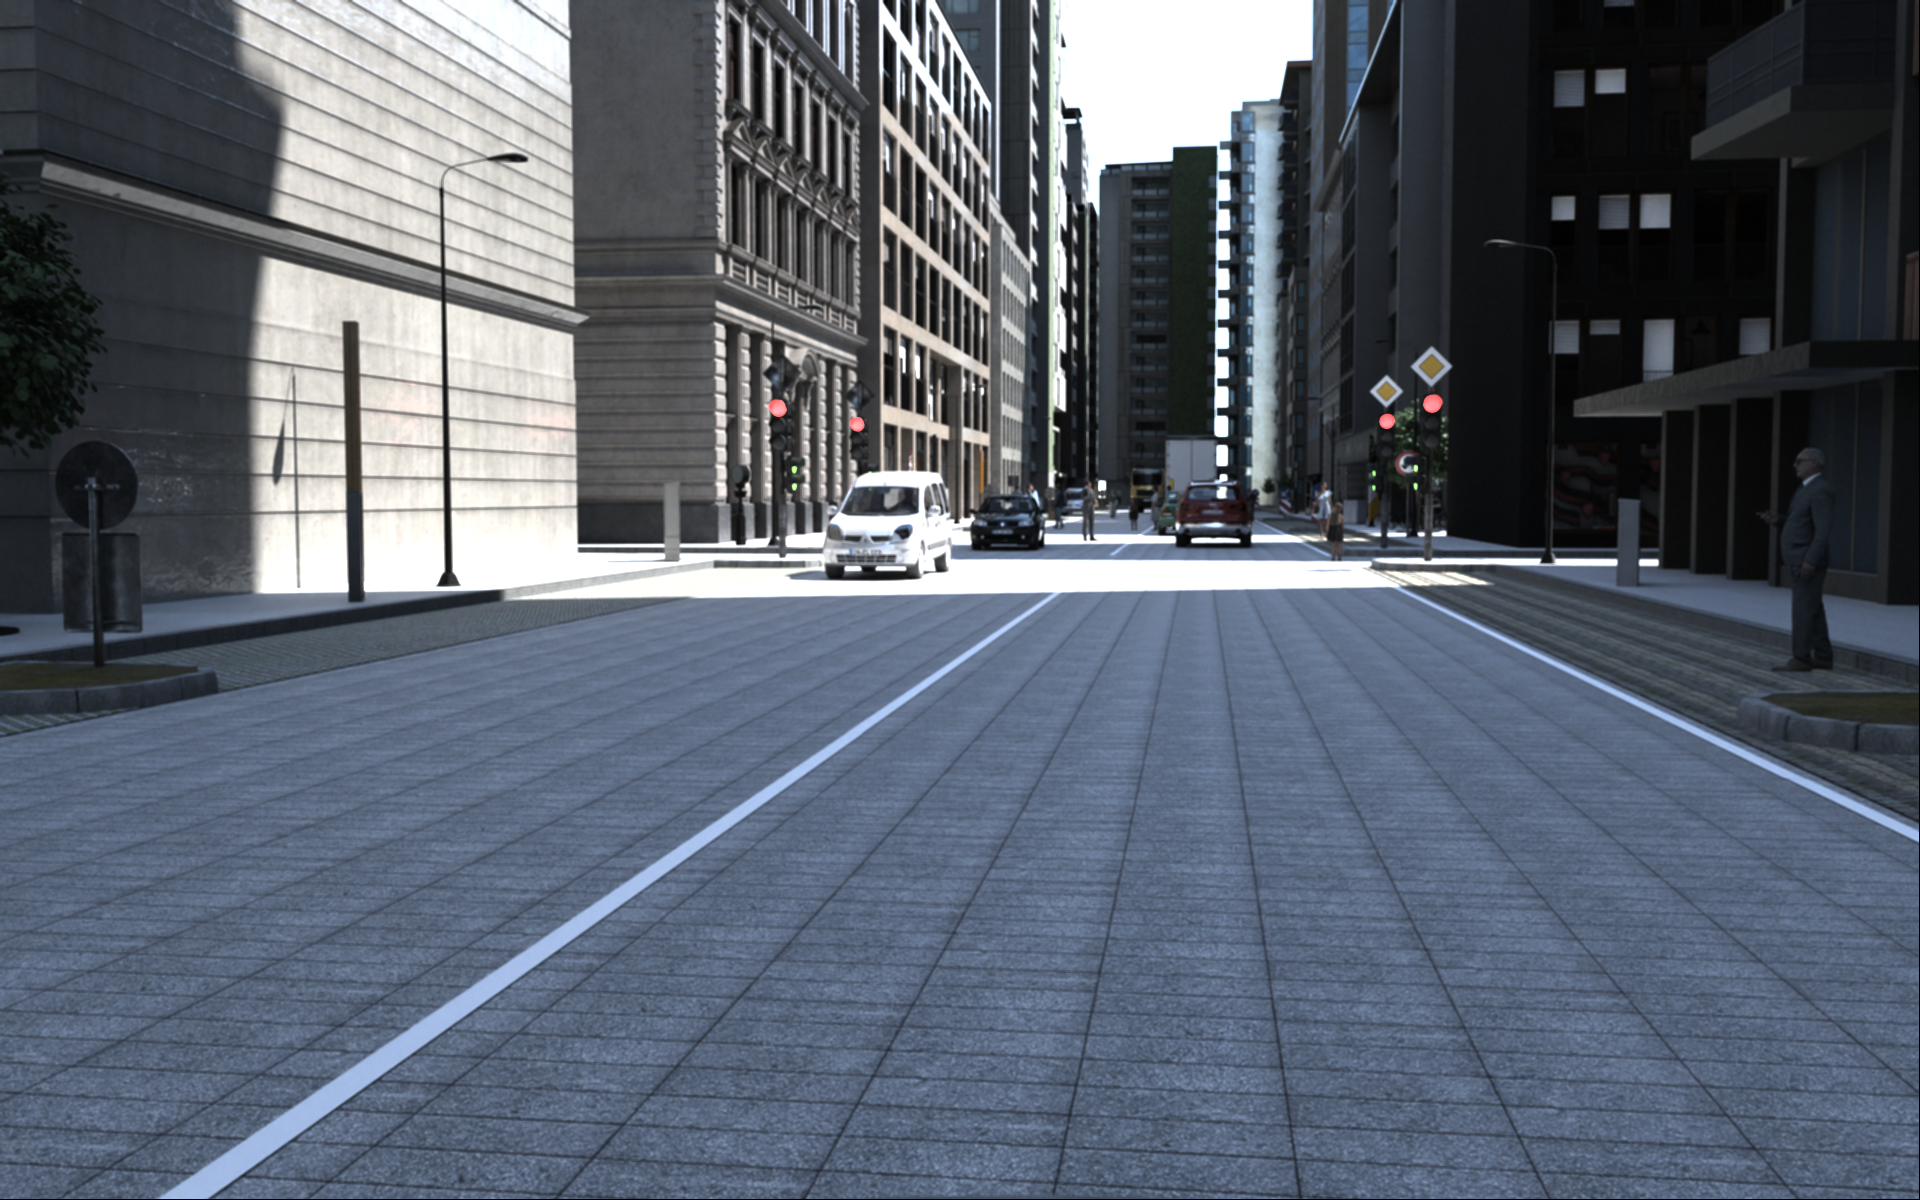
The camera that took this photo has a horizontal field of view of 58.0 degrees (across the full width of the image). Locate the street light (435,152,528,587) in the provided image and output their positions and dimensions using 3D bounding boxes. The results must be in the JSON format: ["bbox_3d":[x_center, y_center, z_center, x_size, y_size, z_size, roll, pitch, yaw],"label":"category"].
[{"bbox_3d":[-6.559,-3.134,23.777,1.470,5.913,1.316,0,4,8],"label":"street light"}]

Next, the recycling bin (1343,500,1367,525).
[{"bbox_3d":[16.721,-3.715,73.294,0.722,1.027,0.722,-3,5,-41],"label":"recycling bin"}]

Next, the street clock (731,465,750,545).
[{"bbox_3d":[-5.488,-2.370,43.317,0.471,2.002,0.358,3,5,41],"label":"street clock"}]

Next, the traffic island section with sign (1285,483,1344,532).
[{"bbox_3d":[13.463,-3.482,65.554,1.989,1.847,2.006,0,4,8],"label":"traffic island section with sign"}]

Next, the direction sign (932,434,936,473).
[{"bbox_3d":[-0.981,-4.532,66.097,0.379,3.537,0.876,0,4,-8],"label":"direction sign"}]

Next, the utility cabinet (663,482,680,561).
[{"bbox_3d":[-5.513,-1.493,33.085,0.318,1.500,1.173,-1,4,-9],"label":"utility cabinet"}]

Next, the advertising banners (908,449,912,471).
[{"bbox_3d":[-2.112,-4.309,66.644,0.090,3.025,2.074,1,4,14],"label":"advertising banners"}]

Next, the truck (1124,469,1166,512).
[{"bbox_3d":[14.778,-8.522,135.254,3.469,3.379,9.791,1,4,9],"label":"truck"}]

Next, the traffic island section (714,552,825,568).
[{"bbox_3d":[-3.578,-0.763,34.752,2.009,0.180,2.903,0,4,8],"label":"traffic island section"}]

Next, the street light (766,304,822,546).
[{"bbox_3d":[-4.069,-4.287,42.637,1.470,5.913,1.316,0,4,8],"label":"street light"}]

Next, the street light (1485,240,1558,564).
[{"bbox_3d":[10.299,-3.624,31.796,1.470,5.913,1.316,0,4,8],"label":"street light"}]

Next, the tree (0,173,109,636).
[{"bbox_3d":[-9.412,-1.956,15.699,4.285,4.588,4.351,0,3,0],"label":"tree"}]

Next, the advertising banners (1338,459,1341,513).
[{"bbox_3d":[16.774,-4.917,76.577,0.090,3.025,2.074,1,4,10],"label":"advertising banners"}]

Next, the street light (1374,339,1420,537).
[{"bbox_3d":[13.093,-4.856,51.944,1.470,5.913,1.316,0,4,8],"label":"street light"}]

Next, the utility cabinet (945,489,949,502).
[{"bbox_3d":[-0.932,-3.687,68.965,0.318,1.500,1.173,3,4,36],"label":"utility cabinet"}]

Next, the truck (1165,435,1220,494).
[{"bbox_3d":[11.851,-6.073,88.211,2.839,4.237,11.283,1,4,8],"label":"truck"}]

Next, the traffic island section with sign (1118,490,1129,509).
[{"bbox_3d":[15.698,-9.954,171.375,1.989,1.847,2.006,0,4,8],"label":"traffic island section with sign"}]

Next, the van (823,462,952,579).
[{"bbox_3d":[-1.226,-1.439,30.539,2.013,2.044,4.112,1,4,9],"label":"van"}]

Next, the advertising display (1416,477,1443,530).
[{"bbox_3d":[16.649,-3.449,61.600,0.974,1.923,0.123,1,4,21],"label":"advertising display"}]

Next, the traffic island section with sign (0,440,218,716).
[{"bbox_3d":[-6.388,-0.212,12.094,1.989,1.847,2.006,0,4,8],"label":"traffic island section with sign"}]

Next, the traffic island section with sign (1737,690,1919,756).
[{"bbox_3d":[5.789,-0.098,10.228,1.989,1.847,2.006,0,4,8],"label":"traffic island section with sign"}]

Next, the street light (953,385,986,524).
[{"bbox_3d":[0.406,-6.192,73.782,1.470,5.913,1.316,0,4,8],"label":"street light"}]

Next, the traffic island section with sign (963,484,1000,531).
[{"bbox_3d":[1.223,-3.569,66.989,1.989,1.847,2.006,0,4,8],"label":"traffic island section with sign"}]

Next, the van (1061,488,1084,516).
[{"bbox_3d":[7.613,-6.569,114.421,2.013,2.044,4.112,0,4,7],"label":"van"}]

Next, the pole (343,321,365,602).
[{"bbox_3d":[-7.201,-1.635,20.570,0.158,3.312,0.155,0,3,0],"label":"pole"}]

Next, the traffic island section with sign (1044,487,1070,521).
[{"bbox_3d":[4.933,-5.204,93.718,1.989,1.847,2.006,0,4,8],"label":"traffic island section with sign"}]

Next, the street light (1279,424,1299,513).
[{"bbox_3d":[21.741,-8.681,114.470,1.470,5.913,1.316,0,4,8],"label":"street light"}]

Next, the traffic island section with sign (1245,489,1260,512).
[{"bbox_3d":[24.029,-8.143,141.760,1.989,1.847,2.006,0,4,8],"label":"traffic island section with sign"}]

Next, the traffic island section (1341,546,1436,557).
[{"bbox_3d":[10.040,-1.140,40.927,2.009,0.180,2.903,0,4,8],"label":"traffic island section"}]

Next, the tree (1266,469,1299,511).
[{"bbox_3d":[24.701,-8.379,131.606,1.663,3.219,1.824,0,3,0],"label":"tree"}]

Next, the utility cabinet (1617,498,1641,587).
[{"bbox_3d":[9.459,-0.814,24.469,0.306,1.237,1.020,1,4,22],"label":"utility cabinet"}]

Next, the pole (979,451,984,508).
[{"bbox_3d":[1.009,-5.378,81.778,0.158,3.312,0.155,0,3,0],"label":"pole"}]

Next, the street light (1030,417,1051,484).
[{"bbox_3d":[4.805,-8.098,104.938,1.470,5.913,1.316,0,4,8],"label":"street light"}]

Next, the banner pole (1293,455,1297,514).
[{"bbox_3d":[21.512,-7.414,111.231,0.401,3.779,0.863,0,4,-7],"label":"banner pole"}]

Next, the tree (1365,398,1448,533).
[{"bbox_3d":[15.287,-4.544,58.000,4.285,4.588,4.351,0,3,0],"label":"tree"}]

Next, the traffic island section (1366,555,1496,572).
[{"bbox_3d":[8.943,-0.657,33.018,2.009,0.180,2.903,0,4,8],"label":"traffic island section"}]

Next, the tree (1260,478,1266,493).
[{"bbox_3d":[30.006,-10.664,168.955,1.663,3.219,1.824,0,3,0],"label":"tree"}]

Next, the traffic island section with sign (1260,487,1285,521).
[{"bbox_3d":[17.193,-5.121,92.357,1.989,1.847,2.006,0,4,8],"label":"traffic island section with sign"}]

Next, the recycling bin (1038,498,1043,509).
[{"bbox_3d":[5.114,-6.394,117.088,0.722,1.027,0.722,-2,4,-28],"label":"recycling bin"}]

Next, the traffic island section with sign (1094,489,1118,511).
[{"bbox_3d":[11.908,-8.281,144.018,1.989,1.847,2.006,0,4,8],"label":"traffic island section with sign"}]

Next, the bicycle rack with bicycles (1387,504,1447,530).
[{"bbox_3d":[16.921,-3.058,63.373,2.925,0.926,2.852,-1,4,-18],"label":"bicycle rack with bicycles"}]

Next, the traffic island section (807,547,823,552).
[{"bbox_3d":[-2.481,-1.247,42.662,2.009,0.180,2.903,0,4,8],"label":"traffic island section"}]

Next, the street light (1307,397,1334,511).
[{"bbox_3d":[17.336,-6.763,83.122,1.470,5.913,1.316,0,4,8],"label":"street light"}]
